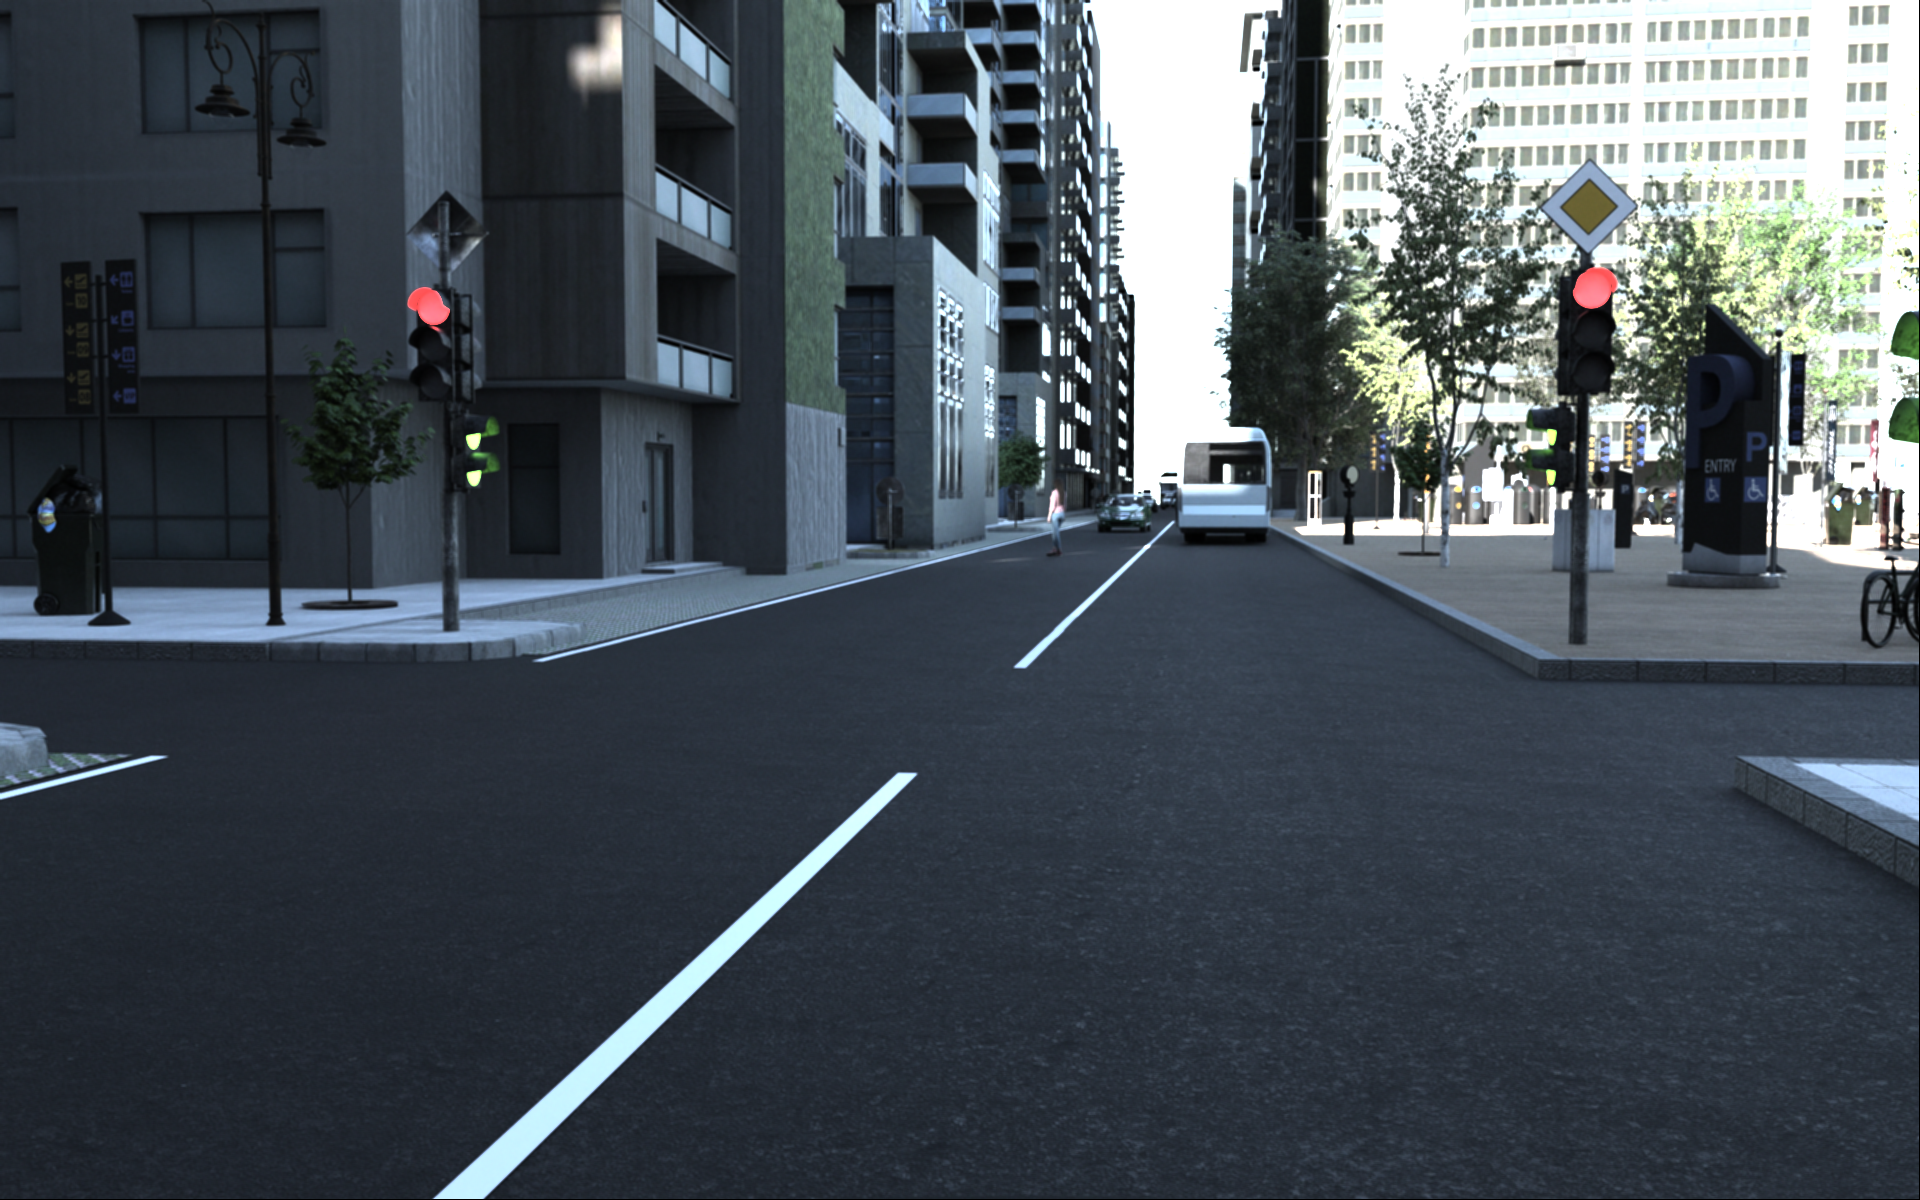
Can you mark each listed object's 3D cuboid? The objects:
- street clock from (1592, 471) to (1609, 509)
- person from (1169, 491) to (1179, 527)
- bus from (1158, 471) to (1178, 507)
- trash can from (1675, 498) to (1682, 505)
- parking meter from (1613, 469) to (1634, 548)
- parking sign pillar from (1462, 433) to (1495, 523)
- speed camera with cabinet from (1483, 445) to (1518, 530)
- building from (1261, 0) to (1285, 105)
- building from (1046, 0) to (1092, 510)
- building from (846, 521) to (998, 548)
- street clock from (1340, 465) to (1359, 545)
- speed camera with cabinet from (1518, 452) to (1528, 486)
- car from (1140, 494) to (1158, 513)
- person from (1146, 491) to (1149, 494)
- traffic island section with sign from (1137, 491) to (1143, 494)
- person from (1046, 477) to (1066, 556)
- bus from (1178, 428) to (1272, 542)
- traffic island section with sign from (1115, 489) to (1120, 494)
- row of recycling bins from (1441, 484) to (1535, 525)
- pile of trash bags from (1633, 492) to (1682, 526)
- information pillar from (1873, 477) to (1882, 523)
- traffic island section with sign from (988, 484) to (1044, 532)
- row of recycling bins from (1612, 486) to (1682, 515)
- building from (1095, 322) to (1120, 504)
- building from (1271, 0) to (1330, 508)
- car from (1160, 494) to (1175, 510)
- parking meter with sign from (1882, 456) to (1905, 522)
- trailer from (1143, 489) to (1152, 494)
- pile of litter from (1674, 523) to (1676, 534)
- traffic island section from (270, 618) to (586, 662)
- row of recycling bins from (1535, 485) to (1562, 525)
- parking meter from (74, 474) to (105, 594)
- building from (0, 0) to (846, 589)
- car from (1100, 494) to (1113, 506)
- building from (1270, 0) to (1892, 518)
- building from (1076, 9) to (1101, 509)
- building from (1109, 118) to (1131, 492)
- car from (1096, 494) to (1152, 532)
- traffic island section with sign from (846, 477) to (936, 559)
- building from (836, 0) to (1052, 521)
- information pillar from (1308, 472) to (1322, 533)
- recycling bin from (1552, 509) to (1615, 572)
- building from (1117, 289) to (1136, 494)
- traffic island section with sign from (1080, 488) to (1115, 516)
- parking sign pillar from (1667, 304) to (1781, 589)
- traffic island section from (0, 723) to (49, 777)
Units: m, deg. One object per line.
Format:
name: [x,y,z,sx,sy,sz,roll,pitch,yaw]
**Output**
street clock: [19.725,-2.985,53.370,0.358,2.002,0.471,-2,4,-31]
person: [9.647,-4.159,76.280,0.659,1.850,0.755,2,4,28]
bus: [22.955,-12.029,188.224,2.896,3.916,12.252,0,4,6]
trash can: [26.625,-3.178,63.613,0.748,1.137,0.748,0,3,0]
parking meter: [15.720,-2.162,41.053,0.399,1.863,0.255,0,4,-1]
parking sign pillar: [23.020,-5.410,76.925,1.447,3.967,1.447,0,4,5]
speed camera with cabinet: [19.549,-4.195,62.922,0.660,3.252,2.038,2,4,32]
building: [36.814,-32.232,146.602,23.786,49.044,30.456,0,4,8]
building: [-1.201,-31.707,138.011,23.786,49.044,30.456,0,4,8]
building: [-9.572,-45.571,57.758,22.319,86.520,31.000,0,4,8]
street clock: [9.876,-2.408,43.945,0.471,2.002,0.358,-2,4,-35]
speed camera with cabinet: [25.811,-5.364,82.036,2.038,3.252,0.660,2,4,29]
car: [14.564,-7.706,135.781,2.009,1.686,4.222,1,4,10]
person: [19.876,-10.714,184.504,0.721,1.723,1.217,-3,5,-39]
traffic island section with sign: [24.144,-13.087,222.600,1.989,1.847,2.006,0,4,8]
person: [2.255,-1.932,40.094,0.388,1.821,0.555,2,4,34]
bus: [8.449,-3.664,54.770,2.948,3.499,13.247,1,4,9]
traffic island section with sign: [12.773,-8.126,141.483,1.989,1.847,2.006,0,4,8]
row of recycling bins: [21.652,-3.935,71.448,3.534,1.692,1.069,0,4,6]
pile of trash bags: [29.153,-3.790,71.714,1.912,1.369,3.447,3,4,38]
information pillar: [40.095,-4.356,75.706,0.304,2.012,0.304,2,4,32]
traffic island section with sign: [2.141,-3.485,65.612,1.989,1.847,2.006,0,4,8]
row of recycling bins: [34.056,-4.822,85.952,3.534,1.692,1.069,-1,4,-9]
building: [2.964,-21.099,190.005,27.650,21.520,28.899,0,4,8]
building: [31.249,-41.756,120.969,20.563,71.187,20.611,0,4,8]
car: [19.745,-9.145,161.314,2.131,1.459,4.920,1,4,10]
parking meter with sign: [42.773,-5.132,80.162,0.543,3.016,1.738,-1,4,-18]
trailer: [21.961,-12.007,203.368,1.471,1.999,3.904,0,4,7]
pile of litter: [22.986,-2.466,54.278,1.719,0.858,1.176,-3,5,-42]
traffic island section: [-4.783,0.370,16.233,2.009,0.180,2.903,0,4,8]
row of recycling bins: [23.826,-4.072,73.688,3.534,1.692,1.069,2,4,34]
parking meter: [-11.200,-0.846,22.249,0.372,1.533,0.369,0,3,0]
building: [-10.227,-21.092,28.450,14.154,41.232,14.086,0,4,8]
car: [11.522,-7.410,130.941,2.009,1.686,4.222,0,4,6]
building: [33.974,-24.904,99.057,32.217,40.220,23.993,0,4,8]
building: [5.612,-31.166,159.676,14.600,45.320,14.200,0,4,8]
building: [9.498,-36.657,218.957,23.786,49.044,30.456,0,4,8]
car: [6.344,-3.343,66.460,2.131,1.459,4.920,1,4,10]
traffic island section with sign: [-1.602,-1.853,38.917,1.989,1.847,2.006,0,4,8]
building: [-4.914,-48.538,106.270,22.319,86.520,31.000,0,4,8]
information pillar: [11.612,-3.191,56.672,0.304,2.012,0.304,3,5,44]
recycling bin: [10.345,-0.990,28.734,0.722,1.027,0.722,-1,4,-19]
building: [17.101,-28.698,240.919,14.160,30.474,14.107,0,4,8]
traffic island section with sign: [9.023,-6.491,114.758,1.989,1.847,2.006,0,4,8]
parking sign pillar: [10.609,-2.171,23.967,1.447,3.967,1.447,-1,4,-11]
traffic island section: [-5.892,0.854,8.325,2.009,0.180,2.903,0,4,8]
